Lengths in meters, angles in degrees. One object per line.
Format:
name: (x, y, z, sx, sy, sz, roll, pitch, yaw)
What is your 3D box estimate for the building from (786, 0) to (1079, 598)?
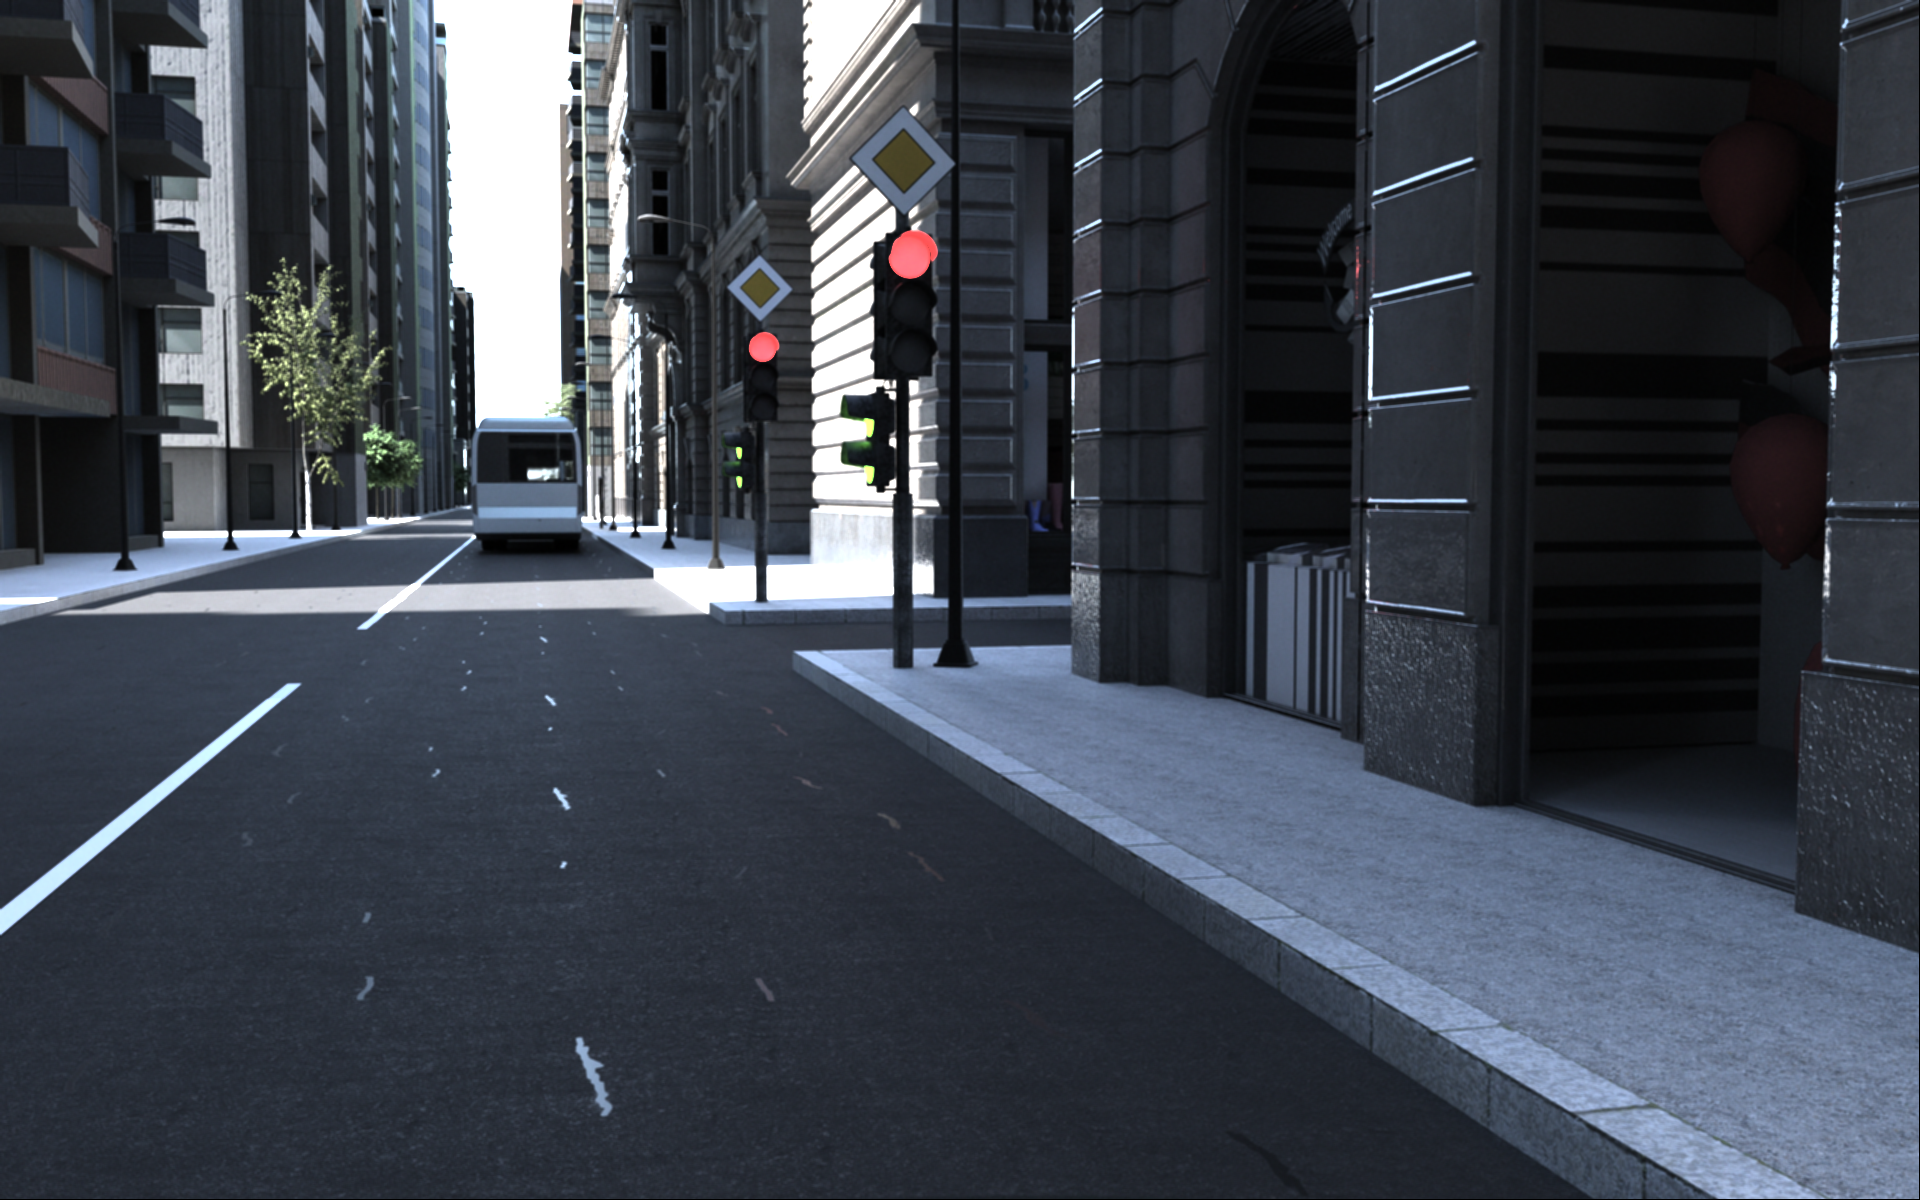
building: (7.483, -12.146, 27.460, 19.941, 23.489, 11.050, -1, 4, -14)

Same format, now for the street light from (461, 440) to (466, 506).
street light: (-43.161, -10.710, 147.656, 1.470, 5.913, 1.316, -1, 4, -14)

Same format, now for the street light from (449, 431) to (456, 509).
street light: (-37.776, -9.400, 126.231, 1.470, 5.913, 1.316, -1, 4, -14)

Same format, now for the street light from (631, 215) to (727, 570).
street light: (-4.669, -3.459, 29.102, 1.470, 5.913, 1.316, -1, 4, -14)

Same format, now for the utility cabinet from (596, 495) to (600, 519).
utility cabinet: (-18.855, -4.841, 90.318, 0.306, 1.237, 1.020, -1, 4, -15)

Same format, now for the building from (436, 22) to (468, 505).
building: (-72.157, -54.948, 211.067, 22.319, 86.520, 31.000, -1, 4, -14)

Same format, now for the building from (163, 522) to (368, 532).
building: (-29.889, -17.821, 63.071, 14.160, 30.474, 14.107, -1, 4, -14)

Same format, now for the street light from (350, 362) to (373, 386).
street light: (-21.481, -5.413, 61.040, 1.470, 5.913, 1.316, -1, 4, -14)

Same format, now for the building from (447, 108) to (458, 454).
building: (-65.040, -32.300, 182.732, 22.147, 44.769, 28.867, -1, 4, -14)

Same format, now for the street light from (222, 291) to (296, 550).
street light: (-16.164, -4.100, 39.578, 1.470, 5.913, 1.316, -1, 4, -14)

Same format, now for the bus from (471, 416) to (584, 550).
bus: (-11.782, -3.228, 47.634, 2.948, 3.499, 13.247, -1, 4, -13)

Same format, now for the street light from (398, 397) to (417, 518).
street light: (-26.959, -6.753, 82.955, 1.470, 5.913, 1.316, -1, 4, -14)

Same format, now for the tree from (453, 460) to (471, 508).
tree: (-48.319, -11.140, 165.856, 4.285, 4.588, 4.351, 0, 3, 0)

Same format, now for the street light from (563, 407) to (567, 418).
street light: (-17.968, -6.721, 82.437, 1.470, 5.913, 1.316, -1, 4, -14)

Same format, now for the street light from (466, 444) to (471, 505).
street light: (-45.708, -11.353, 158.154, 1.470, 5.913, 1.316, -1, 4, -14)

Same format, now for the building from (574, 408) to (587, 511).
building: (-16.586, -49.709, 125.417, 22.319, 86.520, 31.000, -1, 4, -14)

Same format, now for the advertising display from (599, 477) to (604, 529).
advertising display: (-13.370, -3.630, 64.569, 0.123, 1.923, 0.974, -1, 4, -9)

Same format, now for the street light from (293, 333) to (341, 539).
street light: (-18.711, -4.742, 50.076, 1.470, 5.913, 1.316, -1, 4, -14)

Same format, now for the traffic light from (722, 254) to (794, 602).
traffic light: (-2.376, -1.929, 20.452, 0.839, 4.253, 0.868, -1, 4, -14)

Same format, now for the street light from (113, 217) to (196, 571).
street light: (-13.526, -3.459, 29.103, 1.470, 5.913, 1.316, -1, 4, -14)

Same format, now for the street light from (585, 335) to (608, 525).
street light: (-10.098, -4.785, 50.777, 1.470, 5.913, 1.316, -1, 4, -14)

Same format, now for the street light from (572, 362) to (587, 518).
street light: (-12.857, -5.431, 61.343, 1.470, 5.913, 1.316, -1, 4, -14)

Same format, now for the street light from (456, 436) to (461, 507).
street light: (-40.400, -10.041, 136.709, 1.470, 5.913, 1.316, -1, 4, -14)

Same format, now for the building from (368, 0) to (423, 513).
building: (-42.485, -26.137, 110.928, 14.154, 41.232, 14.086, -1, 4, -14)

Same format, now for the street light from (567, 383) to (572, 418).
street light: (-15.408, -6.080, 71.942, 1.470, 5.913, 1.316, -1, 4, -14)

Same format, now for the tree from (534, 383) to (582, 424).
tree: (-40.164, -15.788, 176.261, 7.486, 12.596, 7.792, 0, 3, 0)

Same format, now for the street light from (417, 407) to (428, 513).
street light: (-29.549, -7.360, 92.883, 1.470, 5.913, 1.316, -1, 4, -14)

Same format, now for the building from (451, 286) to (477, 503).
building: (-73.329, -28.388, 235.844, 14.160, 30.474, 14.107, -1, 4, -14)

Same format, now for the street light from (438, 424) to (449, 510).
street light: (-34.911, -8.708, 114.912, 1.470, 5.913, 1.316, -1, 4, -14)

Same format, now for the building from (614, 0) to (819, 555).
building: (-3.150, -14.329, 53.368, 14.460, 24.649, 34.723, -1, 4, -14)

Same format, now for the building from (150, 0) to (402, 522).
building: (-39.118, -19.843, 96.131, 14.160, 30.474, 14.107, -1, 4, -14)

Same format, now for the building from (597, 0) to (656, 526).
building: (-10.311, -17.432, 82.276, 12.463, 27.353, 25.104, -1, 4, -14)

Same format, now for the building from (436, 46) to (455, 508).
building: (-52.307, -28.648, 151.995, 14.154, 41.232, 14.086, -1, 4, -14)

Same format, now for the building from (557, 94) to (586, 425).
building: (-38.175, -33.393, 196.086, 14.600, 45.320, 14.200, -1, 4, -14)

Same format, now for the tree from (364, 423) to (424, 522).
tree: (-26.626, -5.817, 78.829, 4.285, 4.588, 4.351, 0, 3, 0)

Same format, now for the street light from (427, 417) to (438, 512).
street light: (-32.356, -8.041, 104.016, 1.470, 5.913, 1.316, -1, 4, -14)

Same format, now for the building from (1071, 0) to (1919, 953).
building: (9.277, -9.795, 1.946, 13.314, 21.916, 24.055, -1, 4, -14)

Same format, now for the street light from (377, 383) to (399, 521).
street light: (-24.410, -6.104, 72.342, 1.470, 5.913, 1.316, -1, 4, -14)

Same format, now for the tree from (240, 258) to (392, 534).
tree: (-20.507, -6.400, 54.996, 4.737, 8.622, 4.395, 0, 3, 0)

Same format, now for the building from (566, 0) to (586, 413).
building: (-23.734, -30.647, 155.706, 22.147, 44.769, 28.867, -1, 4, -14)

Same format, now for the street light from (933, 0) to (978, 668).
street light: (-0.558, -2.454, 12.663, 1.470, 5.913, 1.316, -1, 4, -14)

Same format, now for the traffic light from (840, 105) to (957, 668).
traffic light: (-0.440, -1.455, 12.704, 0.839, 4.253, 0.868, -1, 4, -14)

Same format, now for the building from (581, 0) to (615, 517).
building: (-15.510, -20.336, 104.190, 14.160, 30.474, 14.107, -1, 4, -14)

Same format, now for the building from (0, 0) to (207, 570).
building: (-26.614, -22.974, 30.245, 22.147, 44.769, 28.867, -1, 4, -14)

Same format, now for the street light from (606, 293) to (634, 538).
street light: (-7.362, -4.146, 40.326, 1.470, 5.913, 1.316, -1, 4, -14)

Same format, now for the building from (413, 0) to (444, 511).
building: (-50.836, -35.968, 130.077, 21.231, 58.520, 28.212, -1, 4, -14)

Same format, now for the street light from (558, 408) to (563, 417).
street light: (-20.681, -7.372, 93.074, 1.470, 5.913, 1.316, -1, 4, -14)
